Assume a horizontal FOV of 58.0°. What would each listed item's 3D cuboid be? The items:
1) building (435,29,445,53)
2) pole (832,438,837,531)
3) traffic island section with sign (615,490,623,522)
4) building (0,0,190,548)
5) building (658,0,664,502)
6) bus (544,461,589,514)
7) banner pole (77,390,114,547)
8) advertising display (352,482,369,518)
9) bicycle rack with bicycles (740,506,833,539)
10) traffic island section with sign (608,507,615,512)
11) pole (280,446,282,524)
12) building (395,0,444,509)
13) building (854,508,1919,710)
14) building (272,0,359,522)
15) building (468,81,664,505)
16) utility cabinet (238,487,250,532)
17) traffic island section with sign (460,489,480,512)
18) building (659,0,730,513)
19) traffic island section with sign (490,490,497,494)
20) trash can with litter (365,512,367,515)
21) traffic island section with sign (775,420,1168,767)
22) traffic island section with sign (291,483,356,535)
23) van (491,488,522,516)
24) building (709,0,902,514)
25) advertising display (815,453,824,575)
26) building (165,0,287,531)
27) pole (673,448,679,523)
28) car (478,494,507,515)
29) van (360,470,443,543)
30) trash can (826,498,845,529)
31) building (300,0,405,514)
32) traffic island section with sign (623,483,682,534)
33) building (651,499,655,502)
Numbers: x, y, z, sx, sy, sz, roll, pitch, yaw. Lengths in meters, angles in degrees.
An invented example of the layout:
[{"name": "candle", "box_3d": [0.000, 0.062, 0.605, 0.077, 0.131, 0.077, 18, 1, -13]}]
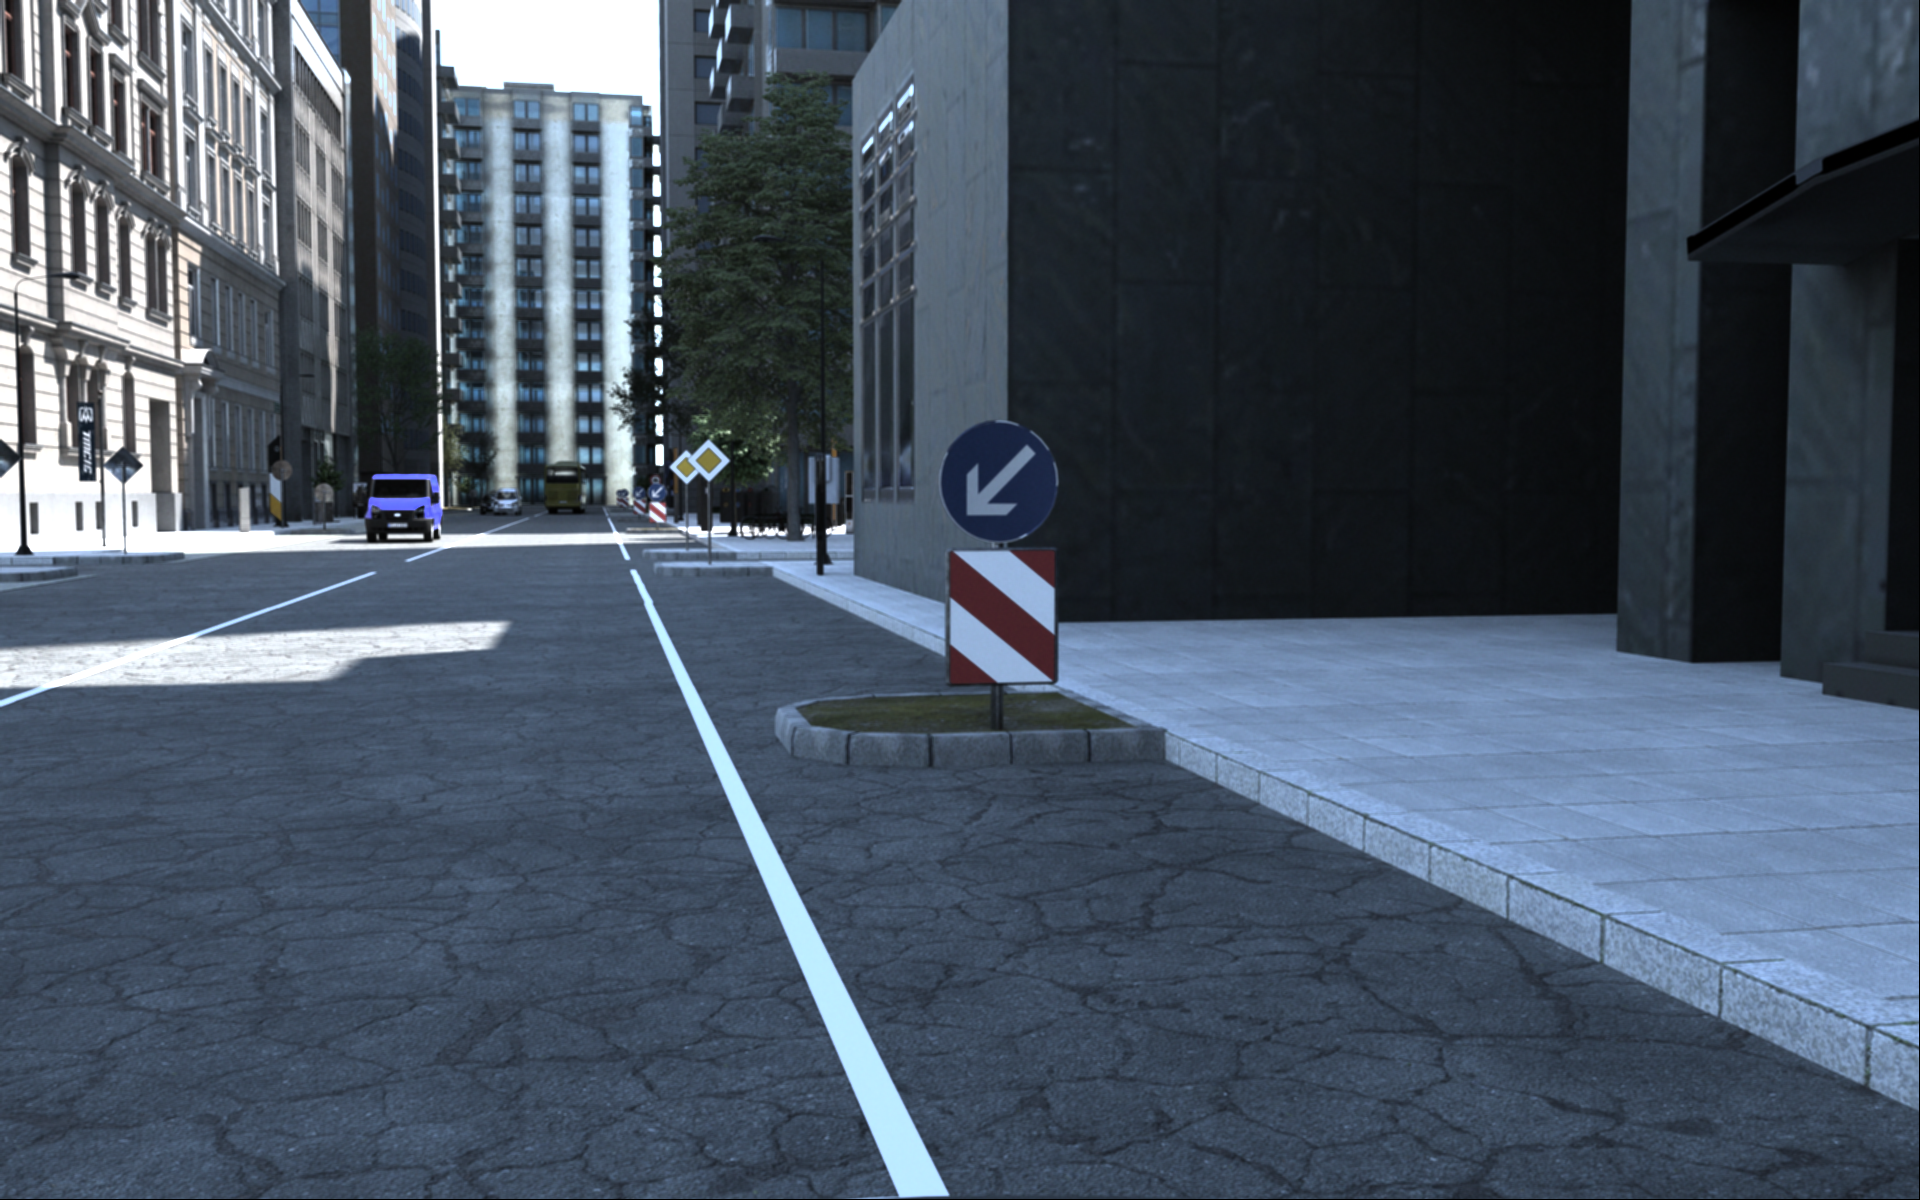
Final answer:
[{"name": "building", "box_3d": [-64.226, -33.487, 167.123, 30.456, 49.044, 23.786, -1, 4, -12]}, {"name": "pole", "box_3d": [-4.351, -4.039, 59.878, 0.158, 3.312, 0.155, 0, 3, 0]}, {"name": "traffic island section with sign", "box_3d": [-16.745, -4.965, 89.801, 1.989, 1.847, 2.006, -1, 4, -12]}, {"name": "building", "box_3d": [-30.330, -15.826, 46.147, 14.401, 28.519, 23.554, -1, 4, -12]}, {"name": "building", "box_3d": [-25.255, -47.059, 207.663, 20.611, 71.187, 20.563, -1, 4, -12]}, {"name": "bus", "box_3d": [-29.247, -8.393, 128.774, 2.896, 3.916, 12.252, -1, 4, -10]}, {"name": "banner pole", "box_3d": [-20.845, -3.159, 41.667, 0.401, 3.779, 0.863, 2, 4, 26]}, {"name": "advertising display", "box_3d": [-31.496, -5.250, 91.053, 0.974, 1.923, 0.123, 1, 4, 17]}, {"name": "bicycle rack with bicycles", "box_3d": [-5.139, -2.264, 50.407, 2.925, 0.926, 2.852, -1, 4, -17]}, {"name": "traffic island section with sign", "box_3d": [-27.035, -7.970, 138.940, 1.989, 1.847, 2.006, -1, 4, -12]}, {"name": "pole", "box_3d": [-28.767, -4.865, 73.385, 0.158, 3.312, 0.155, 0, 3, 0]}, {"name": "building", "box_3d": [-52.667, -36.226, 134.288, 21.231, 58.520, 28.212, -1, 4, -12]}, {"name": "building", "box_3d": [12.416, -42.768, 11.930, 22.319, 86.520, 31.000, -1, 4, -12]}, {"name": "building", "box_3d": [-38.245, -16.484, 87.531, 12.078, 24.808, 19.932, -1, 4, -12]}, {"name": "building", "box_3d": [-50.475, -35.755, 204.205, 30.456, 49.044, 23.786, -1, 4, -12]}, {"name": "utility cabinet", "box_3d": [-23.838, -2.996, 57.660, 0.318, 1.500, 1.173, -2, 4, -25]}, {"name": "traffic island section with sign", "box_3d": [-38.457, -7.854, 137.047, 1.989, 1.847, 2.006, -1, 4, -12]}, {"name": "building", "box_3d": [-11.872, -35.963, 130.001, 21.231, 58.520, 28.212, -1, 4, -12]}, {"name": "traffic island section with sign", "box_3d": [-44.152, -9.516, 164.212, 1.989, 1.847, 2.006, -1, 4, -12]}, {"name": "trash can with litter", "box_3d": [-37.001, -5.802, 105.922, 2.233, 1.210, 1.678, 2, 4, 31]}, {"name": "traffic island section with sign", "box_3d": [-0.045, -0.089, 10.083, 1.989, 1.847, 2.006, -1, 4, -12]}, {"name": "traffic island section with sign", "box_3d": [-22.711, -3.255, 61.852, 1.989, 1.847, 2.006, -1, 4, -12]}, {"name": "van", "box_3d": [-30.441, -6.697, 116.501, 2.013, 2.044, 4.112, -1, 4, -11]}, {"name": "building", "box_3d": [-2.191, -29.146, 96.141, 23.786, 49.044, 30.456, -1, 4, -12]}, {"name": "advertising display", "box_3d": [-2.244, -1.375, 27.702, 0.123, 1.923, 0.974, 0, 4, -6]}, {"name": "building", "box_3d": [-34.964, -17.232, 67.650, 13.634, 28.700, 20.117, -1, 4, -12]}, {"name": "pole", "box_3d": [-12.561, -5.061, 76.594, 0.158, 3.312, 0.155, 0, 3, 0]}, {"name": "car", "box_3d": [-32.731, -6.835, 121.531, 2.009, 1.686, 4.222, -1, 4, -13]}, {"name": "van", "box_3d": [-17.001, -2.974, 53.015, 2.240, 2.365, 5.245, -1, 4, -13]}, {"name": "trash can", "box_3d": [-4.899, -3.476, 68.485, 0.748, 1.137, 0.748, 0, 3, 0]}, {"name": "building", "box_3d": [-45.112, -28.407, 114.566, 14.600, 45.320, 14.200, -1, 4, -12]}, {"name": "traffic island section with sign", "box_3d": [-11.214, -3.351, 63.417, 1.989, 1.847, 2.006, -1, 4, -12]}, {"name": "building", "box_3d": [-15.430, -29.728, 177.933, 32.217, 40.220, 23.993, -1, 4, -12]}]
